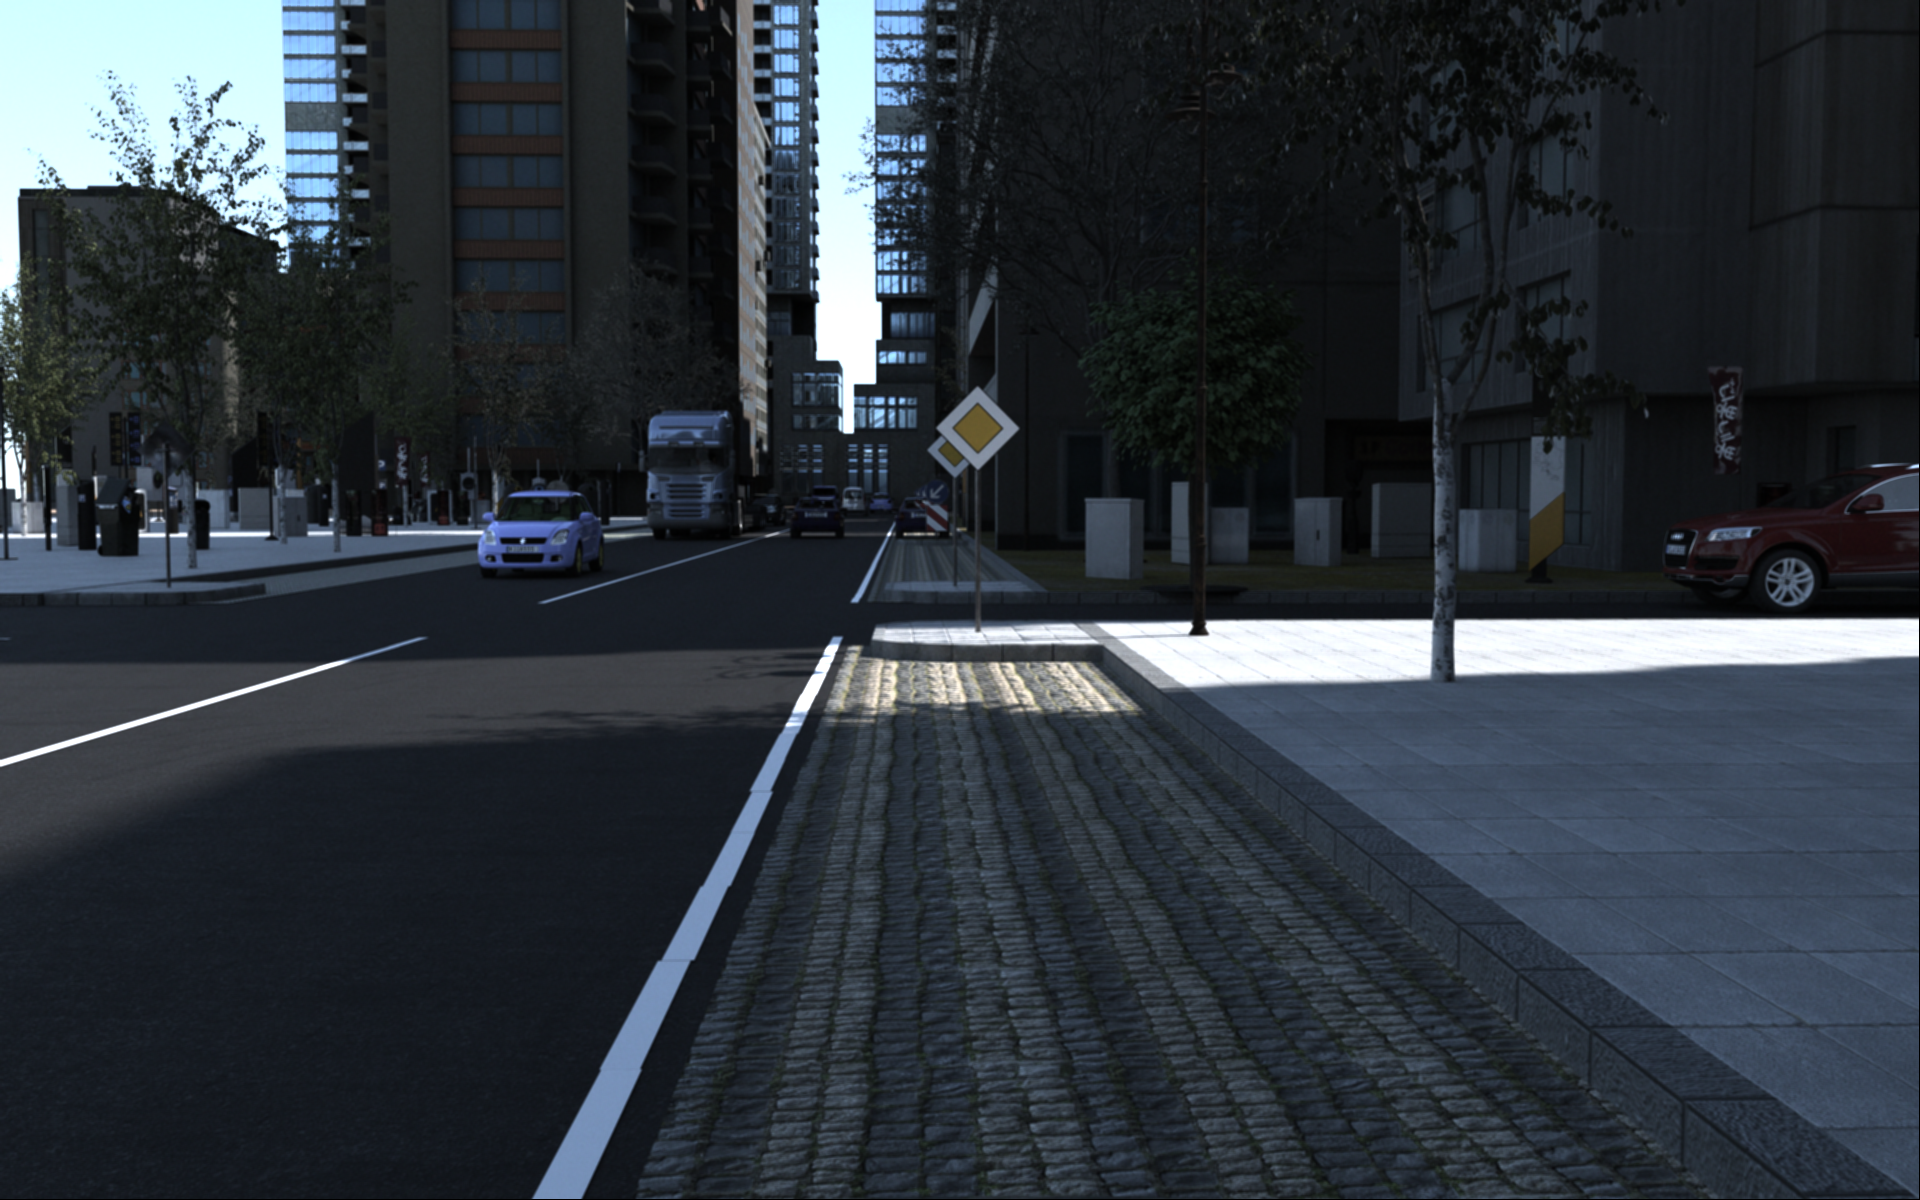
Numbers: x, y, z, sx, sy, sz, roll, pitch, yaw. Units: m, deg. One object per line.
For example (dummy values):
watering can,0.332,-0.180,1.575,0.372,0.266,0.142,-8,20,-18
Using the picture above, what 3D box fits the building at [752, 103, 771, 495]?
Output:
building,-29.751,-28.488,157.656,23.993,40.220,32.217,0,4,-2

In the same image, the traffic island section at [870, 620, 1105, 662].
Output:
traffic island section,0.186,0.377,16.114,2.009,0.180,2.903,0,4,-2

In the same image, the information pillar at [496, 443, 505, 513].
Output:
information pillar,-20.818,-5.326,78.435,0.183,3.616,0.504,2,4,23

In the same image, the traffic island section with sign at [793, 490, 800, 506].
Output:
traffic island section with sign,-14.351,-8.810,152.663,1.989,1.847,2.006,0,4,-2

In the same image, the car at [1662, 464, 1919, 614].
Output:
car,11.519,-0.790,21.585,5.304,1.827,2.281,0,4,0

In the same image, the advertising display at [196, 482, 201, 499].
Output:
advertising display,-39.998,-5.235,90.808,0.123,1.923,0.974,-3,5,-43

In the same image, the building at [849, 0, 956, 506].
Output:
building,2.331,-53.789,192.125,31.000,86.520,22.319,0,4,-2

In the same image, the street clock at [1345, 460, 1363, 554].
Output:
street clock,8.410,-1.984,37.002,0.358,2.002,0.471,2,4,35

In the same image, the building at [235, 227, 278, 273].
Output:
building,-82.812,-25.403,187.033,14.107,30.474,14.160,0,4,-2

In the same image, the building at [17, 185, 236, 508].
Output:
building,-79.467,-24.118,166.035,14.107,30.474,14.160,0,4,-2

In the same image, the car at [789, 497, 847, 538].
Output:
car,-4.715,-2.745,57.462,1.945,1.354,3.894,0,4,-3

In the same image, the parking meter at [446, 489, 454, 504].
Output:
parking meter,-25.937,-4.872,88.061,0.372,1.533,0.369,0,3,0

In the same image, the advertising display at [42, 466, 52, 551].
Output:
advertising display,-20.813,-2.096,39.485,0.123,1.923,0.974,-2,4,-30

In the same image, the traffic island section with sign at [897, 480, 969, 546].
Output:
traffic island section with sign,-0.767,-2.450,48.684,1.989,1.847,2.006,0,4,-2

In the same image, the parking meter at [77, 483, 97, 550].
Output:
parking meter,-20.048,-1.917,39.758,0.372,1.533,0.369,0,3,0

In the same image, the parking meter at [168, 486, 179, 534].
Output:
parking meter,-25.473,-2.909,55.969,0.372,1.533,0.369,0,3,0

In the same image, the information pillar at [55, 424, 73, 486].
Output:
information pillar,-29.944,-4.074,57.960,0.504,3.616,0.183,-3,4,-37

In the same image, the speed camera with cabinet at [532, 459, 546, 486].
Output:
speed camera with cabinet,-23.221,-6.367,98.441,2.038,3.252,0.660,0,4,1

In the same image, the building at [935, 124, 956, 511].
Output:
building,5.234,-22.418,138.237,14.160,30.474,14.107,0,4,-2

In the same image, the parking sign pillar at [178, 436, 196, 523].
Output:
parking sign pillar,-34.791,-5.441,77.432,1.447,3.967,1.447,1,4,16

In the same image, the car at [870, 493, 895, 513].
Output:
car,-5.895,-7.400,130.576,1.945,1.707,3.694,0,3,0

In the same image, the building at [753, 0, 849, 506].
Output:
building,-28.653,-53.730,191.152,31.000,86.520,22.319,0,4,-2

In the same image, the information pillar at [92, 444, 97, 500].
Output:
information pillar,-40.540,-5.492,81.149,0.183,3.616,0.504,-1,4,-15

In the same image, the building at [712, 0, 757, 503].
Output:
building,-23.427,-29.608,134.203,14.600,45.320,14.200,0,4,-2

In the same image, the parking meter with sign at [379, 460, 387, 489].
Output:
parking meter with sign,-29.312,-5.595,87.743,0.543,3.016,1.738,-1,4,-21

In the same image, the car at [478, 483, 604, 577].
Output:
car,-7.445,-1.305,30.932,1.945,1.707,3.694,0,4,-3

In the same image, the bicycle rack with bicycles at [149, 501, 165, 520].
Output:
bicycle rack with bicycles,-39.691,-4.368,84.796,2.852,0.926,2.925,-2,4,-31

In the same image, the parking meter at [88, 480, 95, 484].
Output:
parking meter,-36.553,-4.110,72.908,0.255,1.863,0.399,-2,4,-27

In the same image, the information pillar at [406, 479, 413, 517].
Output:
information pillar,-26.030,-4.722,81.700,0.304,2.012,0.304,2,4,34

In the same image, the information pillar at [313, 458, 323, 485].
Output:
information pillar,-34.136,-6.171,92.244,0.504,3.616,0.183,-1,4,-22

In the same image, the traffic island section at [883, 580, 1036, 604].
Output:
traffic island section,-0.048,-0.111,24.096,2.009,0.180,2.903,0,4,-2

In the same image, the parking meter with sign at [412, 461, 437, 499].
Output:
parking meter with sign,-28.446,-5.917,92.999,1.738,3.016,0.543,-1,4,-13

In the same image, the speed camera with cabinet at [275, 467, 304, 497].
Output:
speed camera with cabinet,-23.758,-4.103,61.423,0.660,3.252,2.038,-2,4,-32

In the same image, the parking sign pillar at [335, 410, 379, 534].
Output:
parking sign pillar,-19.433,-4.118,55.799,1.447,3.967,1.447,0,4,0

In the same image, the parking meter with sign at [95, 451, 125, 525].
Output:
parking meter with sign,-34.880,-4.561,70.841,1.738,3.016,0.543,2,4,29

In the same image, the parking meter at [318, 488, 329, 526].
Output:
parking meter,-25.341,-3.703,68.962,0.372,1.533,0.369,0,3,0

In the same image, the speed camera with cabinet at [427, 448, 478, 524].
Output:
speed camera with cabinet,-21.540,-4.843,73.512,2.038,3.252,0.660,-1,4,-12

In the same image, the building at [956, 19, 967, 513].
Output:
building,10.249,-35.111,116.068,21.231,58.520,28.212,0,4,-2

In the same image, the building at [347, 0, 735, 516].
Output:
building,-26.550,-27.990,112.256,22.147,44.769,28.867,0,4,-2

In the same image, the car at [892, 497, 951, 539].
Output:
car,-1.239,-2.658,56.044,1.945,1.354,3.894,0,4,-3

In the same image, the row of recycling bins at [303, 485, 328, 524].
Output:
row of recycling bins,-28.539,-4.247,76.548,1.069,1.692,3.534,-2,4,-28

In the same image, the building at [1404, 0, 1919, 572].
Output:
building,16.755,-21.221,30.562,14.086,41.232,14.154,0,4,-2

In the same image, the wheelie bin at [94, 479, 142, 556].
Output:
wheelie bin,-17.460,-1.714,35.933,0.980,1.594,0.693,1,4,20

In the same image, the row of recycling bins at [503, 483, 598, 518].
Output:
row of recycling bins,-15.501,-3.578,65.613,3.534,1.692,1.069,-1,4,-11

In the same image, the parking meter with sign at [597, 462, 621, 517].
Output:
parking meter with sign,-19.660,-6.081,95.691,1.738,3.016,0.543,0,4,8

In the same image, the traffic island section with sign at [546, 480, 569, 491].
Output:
traffic island section with sign,-11.283,-2.432,48.386,1.989,1.847,2.006,0,4,-2

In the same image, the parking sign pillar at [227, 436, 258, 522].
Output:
parking sign pillar,-33.361,-5.631,80.545,1.447,3.967,1.447,2,4,34

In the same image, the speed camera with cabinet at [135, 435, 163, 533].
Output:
speed camera with cabinet,-27.065,-3.840,57.113,0.660,3.252,2.038,0,4,2

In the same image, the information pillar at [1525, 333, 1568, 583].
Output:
information pillar,8.435,-2.050,24.875,0.504,3.616,0.183,2,4,35

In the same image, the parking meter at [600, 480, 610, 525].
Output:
parking meter,-14.533,-3.986,70.887,0.255,1.863,0.399,1,4,12

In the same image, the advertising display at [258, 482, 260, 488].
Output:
advertising display,-37.826,-5.381,93.187,0.123,1.923,0.974,0,4,-7

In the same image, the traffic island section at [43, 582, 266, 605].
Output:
traffic island section,-10.885,-0.092,23.784,2.009,0.180,2.903,0,4,-2

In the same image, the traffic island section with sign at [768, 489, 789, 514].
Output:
traffic island section with sign,-13.556,-7.162,125.719,1.989,1.847,2.006,0,4,-2

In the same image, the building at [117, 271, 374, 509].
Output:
building,-56.776,-19.259,159.931,28.899,21.520,27.650,0,4,-2

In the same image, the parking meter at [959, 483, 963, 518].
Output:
parking meter,0.133,-5.393,93.887,0.255,1.863,0.399,-3,4,-37

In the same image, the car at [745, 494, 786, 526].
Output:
car,-8.848,-4.168,77.934,2.009,1.686,4.222,0,4,0

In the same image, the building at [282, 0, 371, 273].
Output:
building,-60.397,-53.682,190.373,31.000,86.520,22.319,0,4,-2

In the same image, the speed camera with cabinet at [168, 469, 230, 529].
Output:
speed camera with cabinet,-28.209,-4.270,64.149,2.038,3.252,0.660,-1,4,-9

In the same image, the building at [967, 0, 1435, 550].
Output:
building,11.186,-26.004,48.872,21.300,48.544,21.600,0,4,-2
